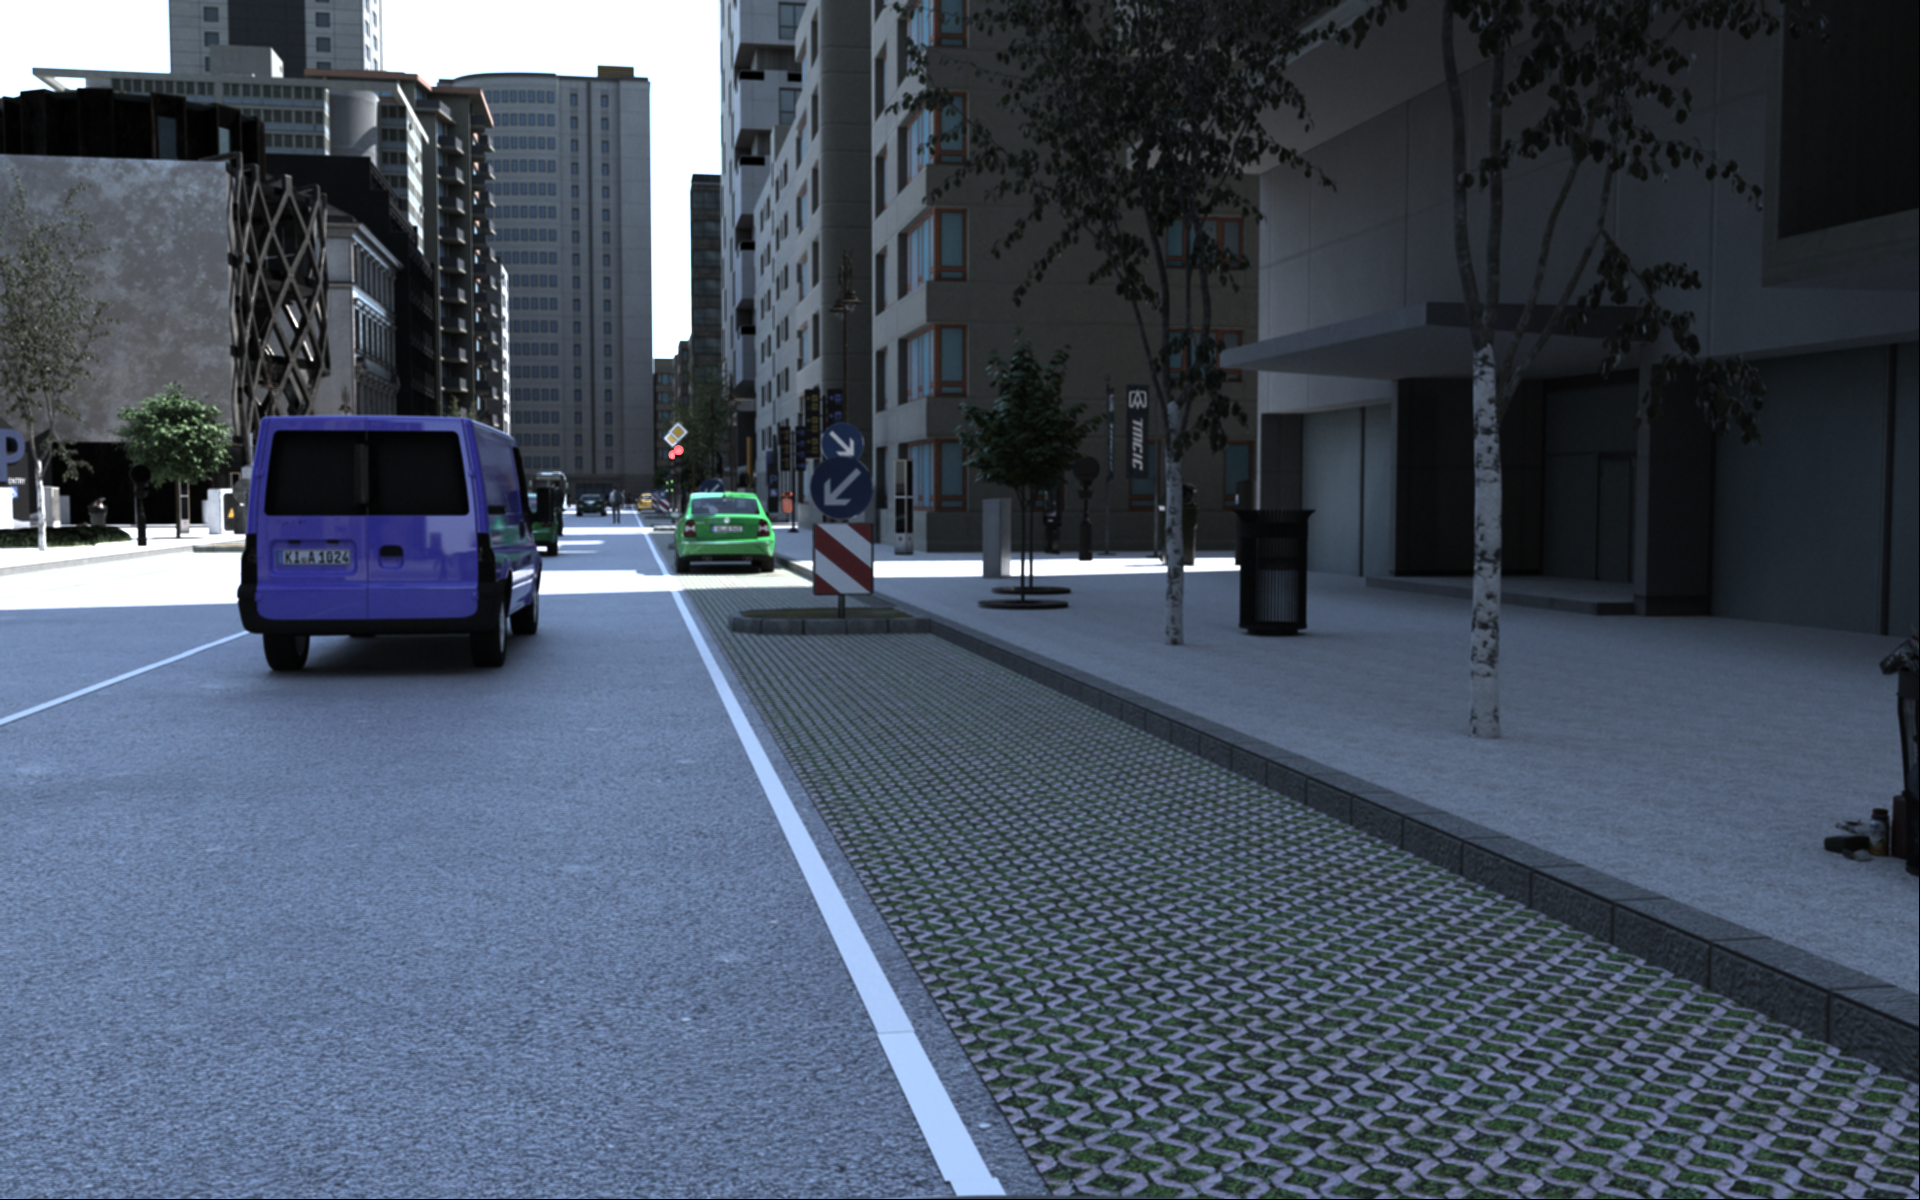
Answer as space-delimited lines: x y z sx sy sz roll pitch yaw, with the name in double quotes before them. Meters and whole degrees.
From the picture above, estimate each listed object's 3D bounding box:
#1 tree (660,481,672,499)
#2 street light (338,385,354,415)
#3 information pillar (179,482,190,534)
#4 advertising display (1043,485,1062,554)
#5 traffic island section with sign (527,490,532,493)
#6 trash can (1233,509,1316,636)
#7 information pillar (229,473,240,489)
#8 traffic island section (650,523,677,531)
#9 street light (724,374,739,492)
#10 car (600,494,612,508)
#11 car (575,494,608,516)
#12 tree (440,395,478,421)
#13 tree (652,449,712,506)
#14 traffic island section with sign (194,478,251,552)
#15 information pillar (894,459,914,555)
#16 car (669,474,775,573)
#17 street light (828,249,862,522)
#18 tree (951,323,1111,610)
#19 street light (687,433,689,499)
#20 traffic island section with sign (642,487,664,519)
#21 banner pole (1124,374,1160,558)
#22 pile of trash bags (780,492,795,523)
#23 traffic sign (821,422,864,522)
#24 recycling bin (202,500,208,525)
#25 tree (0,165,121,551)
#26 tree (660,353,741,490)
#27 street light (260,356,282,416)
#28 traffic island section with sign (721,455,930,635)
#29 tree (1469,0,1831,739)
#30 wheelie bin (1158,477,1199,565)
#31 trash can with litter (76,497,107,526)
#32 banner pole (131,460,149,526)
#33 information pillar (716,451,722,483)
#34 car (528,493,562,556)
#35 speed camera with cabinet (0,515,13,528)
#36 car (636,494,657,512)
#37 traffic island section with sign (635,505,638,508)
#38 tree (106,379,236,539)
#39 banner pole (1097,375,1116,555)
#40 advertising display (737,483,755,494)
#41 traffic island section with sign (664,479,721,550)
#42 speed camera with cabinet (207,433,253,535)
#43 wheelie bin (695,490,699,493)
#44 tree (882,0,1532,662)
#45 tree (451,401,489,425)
"tree" -30.604 -11.495 182.551 1.663 3.219 1.824 0 3 0
"street light" -26.101 -6.174 73.740 0.468 5.910 1.993 -1 4 -11
"information pillar" -25.204 -3.161 56.172 0.304 2.012 0.304 -3 5 -43
"advertising display" 1.987 -1.959 37.236 0.123 1.923 0.974 -1 4 -14
"traffic island section with sign" -42.962 -10.061 173.119 1.989 1.847 2.006 -1 4 -11
"trash can" 2.865 -0.255 15.831 0.748 1.137 0.748 0 3 0
"information pillar" -24.908 -3.367 59.536 0.304 2.012 0.304 -2 4 -32
"traffic island section" -12.443 -3.246 75.353 2.009 0.180 2.903 -1 4 -11
"street light" -8.812 -5.755 66.885 0.468 5.910 1.993 -1 4 -11
"car" -37.614 -10.591 182.952 2.009 1.686 4.222 -1 4 -12
"car" -24.071 -6.200 113.161 2.131 1.459 4.920 -1 4 -9
"tree" -36.836 -10.885 128.339 4.737 8.622 4.395 0 3 0
"tree" -19.055 -8.482 122.399 4.285 4.588 4.351 0 3 0
"traffic island section with sign" -17.887 -2.121 43.302 1.989 1.847 2.006 -1 4 -11
"information pillar" -1.188 -1.968 36.676 0.304 2.012 0.304 2 4 29
"car" -4.510 -1.469 32.816 1.959 1.807 4.718 -1 4 -10
"street light" -2.169 -3.671 32.816 0.468 5.910 1.993 -1 4 -11
"tree" 0.661 -1.539 19.769 1.663 3.219 1.824 0 3 0
"street light" -18.233 -8.748 115.811 0.468 5.910 1.993 -1 4 -11
"traffic island section with sign" -17.191 -5.581 99.884 1.989 1.847 2.006 -1 4 -11
"banner pole" 3.735 -2.748 34.940 0.863 3.779 0.401 -1 4 -8
"pile of trash bags" -8.968 -4.038 75.769 3.447 1.369 1.912 0 4 -6
"traffic sign" -2.094 -1.877 30.787 0.768 2.556 0.104 -1 4 -9
"recycling bin" -31.241 -3.659 72.385 0.722 1.027 0.722 -2 4 -32
"tree" -20.556 -5.375 38.247 4.360 8.622 3.978 0 3 0
"tree" -13.168 -8.496 89.266 4.737 8.622 4.395 0 3 0
"street light" -23.089 -5.221 58.150 0.468 5.910 1.993 -1 4 -11
"traffic island section with sign" -1.455 -0.601 18.455 1.989 1.847 2.006 -1 4 -11
"tree" 2.891 -3.567 8.690 4.360 8.622 3.978 0 3 0
"wheelie bin" 3.964 -1.434 31.358 0.693 1.594 0.980 0 4 -3
"trash can with litter" -29.942 -2.950 59.617 1.055 1.170 0.624 0 4 -7
"banner pole" -33.520 -4.939 70.776 0.401 3.779 0.863 2 4 27
"information pillar" -12.921 -6.217 93.007 0.183 3.616 0.504 -3 4 -38
"car" -10.541 -1.999 41.473 1.959 1.807 4.718 -1 4 -13
"speed camera with cabinet" -25.954 -3.133 45.566 2.038 3.252 0.660 1 4 18
"car" -24.966 -7.862 138.767 2.015 1.641 3.980 -1 4 -11
"traffic island section with sign" -31.749 -10.192 175.268 1.989 1.847 2.006 -1 4 -11
"tree" -22.591 -4.037 49.712 4.285 4.588 4.351 0 3 0
"banner pole" 3.130 -2.826 36.221 0.401 3.779 0.863 0 4 -7
"advertising display" -12.105 -5.672 97.945 0.974 1.923 0.123 0 4 1
"traffic island section with sign" -6.598 -2.231 45.109 1.989 1.847 2.006 -1 4 -11
"speed camera with cabinet" -23.044 -3.732 55.352 0.660 3.252 2.038 2 4 25
"wheelie bin" -18.898 -7.166 125.065 0.693 1.594 0.980 0 4 8
"tree" 1.614 -3.917 14.399 4.360 8.622 3.978 0 3 0
"tree" -38.740 -11.394 136.660 4.360 8.622 3.978 0 3 0
